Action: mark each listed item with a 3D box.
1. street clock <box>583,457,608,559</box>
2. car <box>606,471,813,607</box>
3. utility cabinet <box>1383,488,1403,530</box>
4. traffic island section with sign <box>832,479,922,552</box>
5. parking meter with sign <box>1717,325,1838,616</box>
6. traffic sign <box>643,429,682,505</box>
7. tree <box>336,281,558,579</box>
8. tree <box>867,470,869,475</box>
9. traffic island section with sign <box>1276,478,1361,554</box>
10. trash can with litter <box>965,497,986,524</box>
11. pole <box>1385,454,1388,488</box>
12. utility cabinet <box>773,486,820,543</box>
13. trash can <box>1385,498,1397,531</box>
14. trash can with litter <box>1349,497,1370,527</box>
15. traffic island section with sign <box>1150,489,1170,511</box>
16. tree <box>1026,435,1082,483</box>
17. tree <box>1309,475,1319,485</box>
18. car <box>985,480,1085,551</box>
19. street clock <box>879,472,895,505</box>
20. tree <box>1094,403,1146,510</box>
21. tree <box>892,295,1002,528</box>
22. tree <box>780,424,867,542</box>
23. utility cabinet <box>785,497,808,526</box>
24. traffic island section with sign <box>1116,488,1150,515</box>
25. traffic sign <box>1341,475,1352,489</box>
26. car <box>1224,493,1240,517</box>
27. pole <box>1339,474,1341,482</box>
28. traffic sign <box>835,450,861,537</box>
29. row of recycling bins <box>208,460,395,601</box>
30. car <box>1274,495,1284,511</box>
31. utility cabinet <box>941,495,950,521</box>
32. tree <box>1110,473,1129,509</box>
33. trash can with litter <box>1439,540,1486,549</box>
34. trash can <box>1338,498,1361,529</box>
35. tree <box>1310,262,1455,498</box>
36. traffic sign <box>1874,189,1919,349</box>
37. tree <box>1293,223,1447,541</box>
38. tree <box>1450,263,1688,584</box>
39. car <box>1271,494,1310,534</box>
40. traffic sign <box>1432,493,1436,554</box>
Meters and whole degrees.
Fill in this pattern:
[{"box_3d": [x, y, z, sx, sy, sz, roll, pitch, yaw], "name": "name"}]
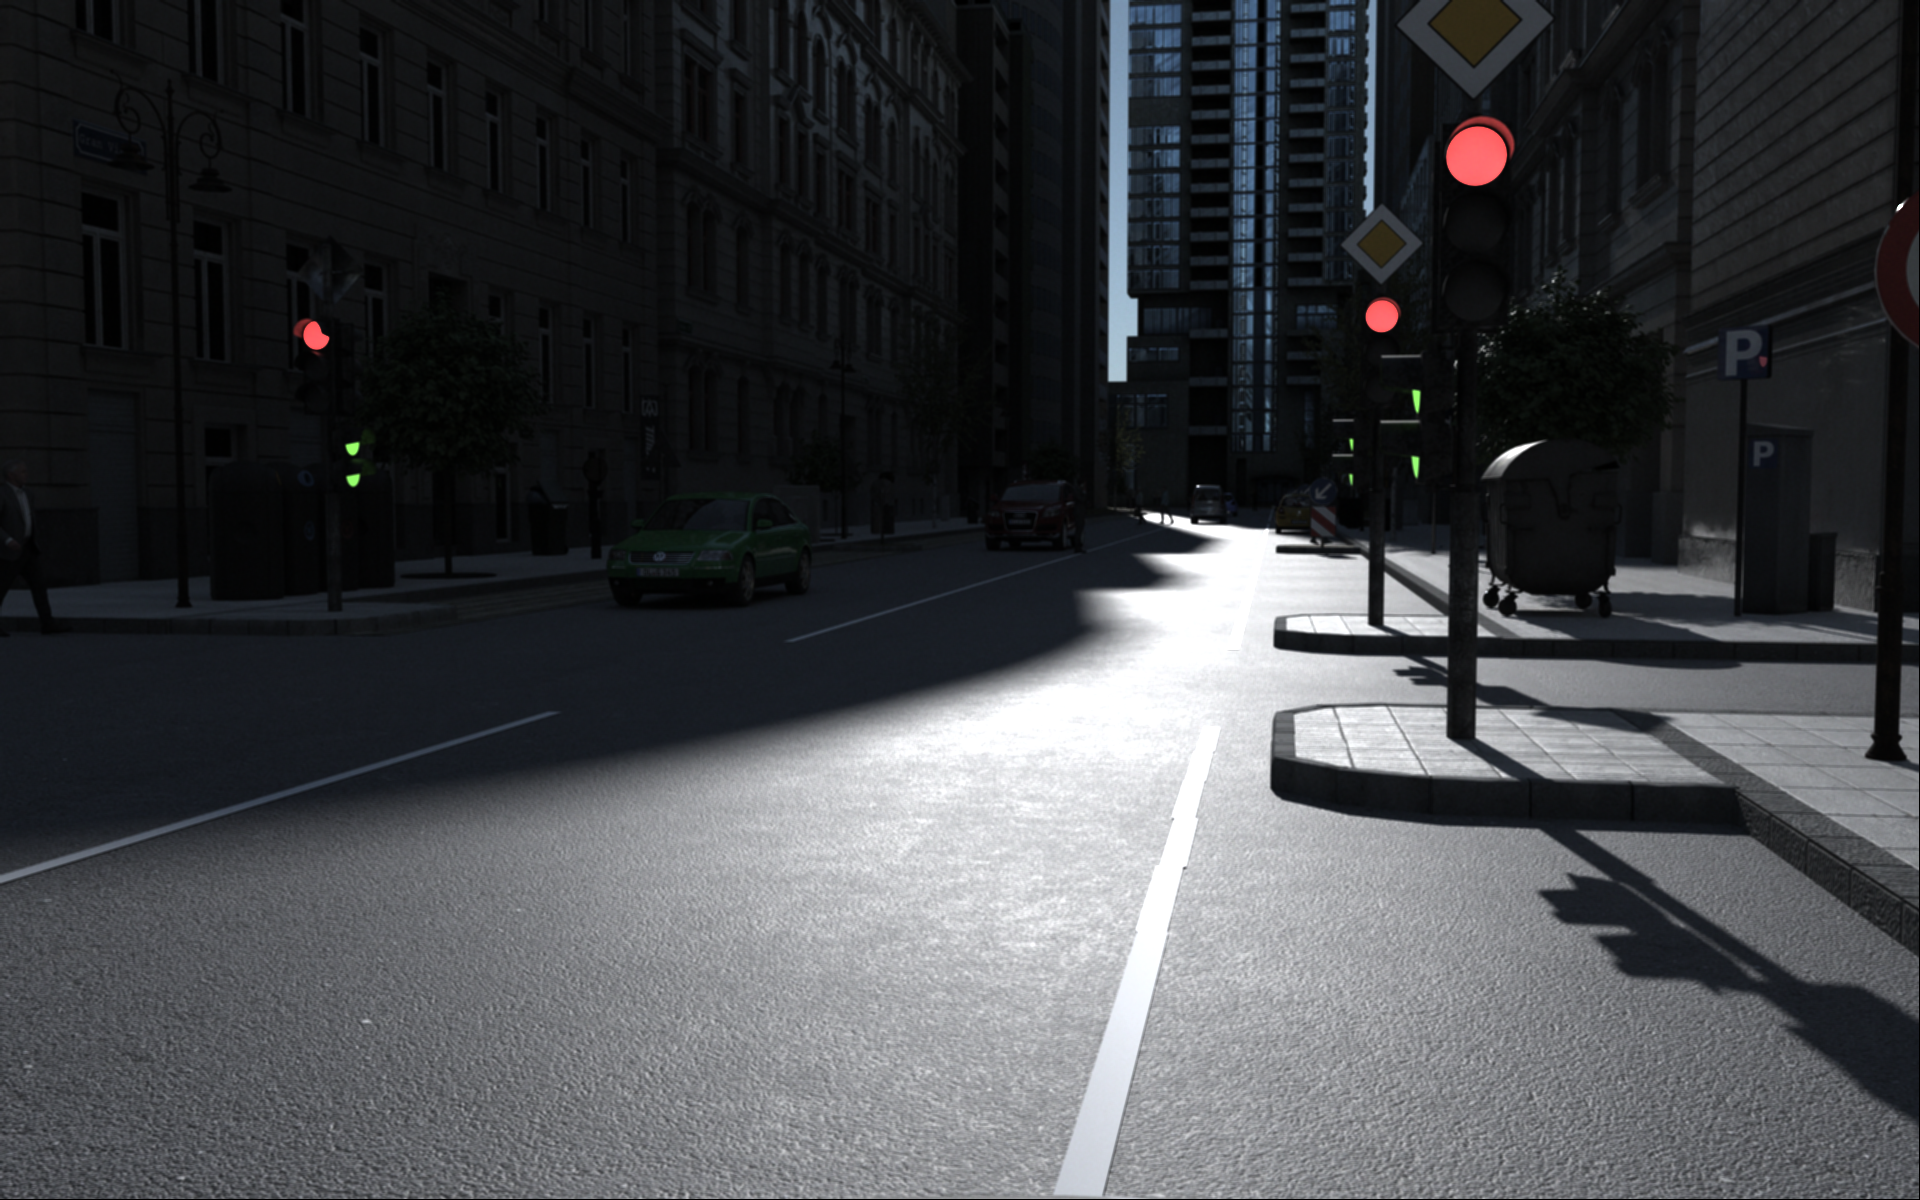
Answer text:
[{"box_3d": [-7.223, -1.821, 34.338, 0.471, 2.002, 0.358, -1, 4, -18], "name": "street clock"}, {"box_3d": [-3.309, -0.901, 23.531, 1.959, 1.807, 4.718, 1, 4, 10], "name": "car"}, {"box_3d": [15.294, -3.235, 61.575, 1.173, 1.500, 0.318, -3, 5, -44], "name": "utility cabinet"}, {"box_3d": [-2.015, -2.138, 43.586, 1.989, 1.847, 2.006, 1, 4, 10], "name": "traffic island section with sign"}, {"box_3d": [8.820, -1.366, 18.600, 1.738, 3.016, 0.543, -3, 4, -38], "name": "parking meter with sign"}, {"box_3d": [-5.983, -2.125, 34.754, 0.884, 2.594, 0.081, 1, 4, 20], "name": "traffic sign"}, {"box_3d": [-7.855, -2.631, 26.735, 4.285, 4.588, 4.351, 0, 3, 0], "name": "tree"}, {"box_3d": [-3.848, -3.600, 53.469, 1.663, 3.219, 1.824, 0, 3, 0], "name": "tree"}, {"box_3d": [8.761, -2.067, 42.418, 1.989, 1.847, 2.006, 1, 4, 10], "name": "traffic island section with sign"}, {"box_3d": [0.777, -3.875, 74.751, 1.055, 1.170, 0.624, -1, 4, -10], "name": "trash can with litter"}, {"box_3d": [20.798, -5.545, 84.510, 0.158, 3.312, 0.155, 0, 3, 0], "name": "pole"}, {"box_3d": [-4.236, -2.214, 44.874, 1.173, 1.500, 0.318, 1, 4, 8], "name": "utility cabinet"}, {"box_3d": [14.727, -2.956, 59.976, 0.748, 1.137, 0.748, 0, 3, 0], "name": "trash can"}, {"box_3d": [15.782, -3.489, 68.440, 1.055, 1.170, 0.624, 1, 4, 14], "name": "trash can with litter"}, {"box_3d": [16.689, -8.392, 145.838, 1.989, 1.847, 2.006, 1, 4, 10], "name": "traffic island section with sign"}, {"box_3d": [5.003, -6.833, 95.439, 4.285, 4.588, 4.351, 0, 3, 0], "name": "tree"}, {"box_3d": [32.247, -10.015, 158.354, 1.663, 3.219, 1.824, 0, 3, 0], "name": "tree"}, {"box_3d": [2.028, -2.260, 45.621, 2.281, 1.827, 5.304, 1, 4, 12], "name": "car"}, {"box_3d": [-2.359, -3.130, 55.753, 0.471, 2.002, 0.358, -2, 4, -29], "name": "street clock"}, {"box_3d": [12.664, -11.574, 139.596, 4.360, 8.622, 3.978, 0, 3, 0], "name": "tree"}, {"box_3d": [-0.759, -7.020, 65.133, 4.737, 8.622, 4.395, 0, 3, 0], "name": "tree"}, {"box_3d": [-3.830, -3.210, 47.088, 1.663, 3.219, 1.824, 0, 3, 0], "name": "tree"}, {"box_3d": [-4.073, -1.970, 43.365, 0.306, 1.237, 1.020, 1, 4, 12], "name": "utility cabinet"}, {"box_3d": [11.842, -6.770, 119.320, 1.989, 1.847, 2.006, 1, 4, 10], "name": "traffic island section with sign"}, {"box_3d": [20.027, -5.353, 89.653, 0.606, 2.300, 0.079, 1, 4, 11], "name": "traffic sign"}, {"box_3d": [17.039, -6.248, 111.749, 1.945, 1.707, 3.694, 1, 4, 11], "name": "car"}, {"box_3d": [19.897, -5.904, 90.379, 0.158, 3.312, 0.155, 0, 3, 0], "name": "pole"}, {"box_3d": [-3.359, -3.139, 51.330, 0.884, 2.594, 0.081, 1, 4, 14], "name": "traffic sign"}, {"box_3d": [-8.518, -0.940, 22.476, 1.069, 1.692, 3.534, 1, 4, 11], "name": "row of recycling bins"}, {"box_3d": [27.762, -8.269, 147.775, 1.945, 1.354, 3.894, 1, 4, 9], "name": "car"}, {"box_3d": [-0.700, -4.320, 81.790, 0.306, 1.237, 1.020, 1, 4, 8], "name": "utility cabinet"}, {"box_3d": [13.549, -9.195, 144.938, 1.663, 3.219, 1.824, 0, 3, 0], "name": "tree"}, {"box_3d": [12.261, -1.839, 41.120, 1.678, 1.210, 2.233, 1, 4, 16], "name": "trash can with litter"}, {"box_3d": [14.635, -3.230, 64.462, 0.748, 1.137, 0.748, 0, 3, 0], "name": "trash can"}, {"box_3d": [13.281, -6.387, 54.788, 4.360, 8.622, 3.978, 0, 3, 0], "name": "tree"}, {"box_3d": [3.990, -0.411, 6.820, 0.768, 2.556, 0.104, 1, 4, 18], "name": "traffic sign"}, {"box_3d": [11.707, -5.927, 47.270, 4.737, 8.622, 4.395, 0, 3, 0], "name": "tree"}, {"box_3d": [8.562, -2.517, 24.860, 4.285, 4.588, 4.351, 0, 3, 0], "name": "tree"}, {"box_3d": [12.487, -3.276, 63.782, 2.015, 1.641, 3.980, 1, 4, 11], "name": "car"}, {"box_3d": [10.110, -2.250, 36.901, 0.768, 2.556, 0.104, 1, 4, 11], "name": "traffic sign"}]
